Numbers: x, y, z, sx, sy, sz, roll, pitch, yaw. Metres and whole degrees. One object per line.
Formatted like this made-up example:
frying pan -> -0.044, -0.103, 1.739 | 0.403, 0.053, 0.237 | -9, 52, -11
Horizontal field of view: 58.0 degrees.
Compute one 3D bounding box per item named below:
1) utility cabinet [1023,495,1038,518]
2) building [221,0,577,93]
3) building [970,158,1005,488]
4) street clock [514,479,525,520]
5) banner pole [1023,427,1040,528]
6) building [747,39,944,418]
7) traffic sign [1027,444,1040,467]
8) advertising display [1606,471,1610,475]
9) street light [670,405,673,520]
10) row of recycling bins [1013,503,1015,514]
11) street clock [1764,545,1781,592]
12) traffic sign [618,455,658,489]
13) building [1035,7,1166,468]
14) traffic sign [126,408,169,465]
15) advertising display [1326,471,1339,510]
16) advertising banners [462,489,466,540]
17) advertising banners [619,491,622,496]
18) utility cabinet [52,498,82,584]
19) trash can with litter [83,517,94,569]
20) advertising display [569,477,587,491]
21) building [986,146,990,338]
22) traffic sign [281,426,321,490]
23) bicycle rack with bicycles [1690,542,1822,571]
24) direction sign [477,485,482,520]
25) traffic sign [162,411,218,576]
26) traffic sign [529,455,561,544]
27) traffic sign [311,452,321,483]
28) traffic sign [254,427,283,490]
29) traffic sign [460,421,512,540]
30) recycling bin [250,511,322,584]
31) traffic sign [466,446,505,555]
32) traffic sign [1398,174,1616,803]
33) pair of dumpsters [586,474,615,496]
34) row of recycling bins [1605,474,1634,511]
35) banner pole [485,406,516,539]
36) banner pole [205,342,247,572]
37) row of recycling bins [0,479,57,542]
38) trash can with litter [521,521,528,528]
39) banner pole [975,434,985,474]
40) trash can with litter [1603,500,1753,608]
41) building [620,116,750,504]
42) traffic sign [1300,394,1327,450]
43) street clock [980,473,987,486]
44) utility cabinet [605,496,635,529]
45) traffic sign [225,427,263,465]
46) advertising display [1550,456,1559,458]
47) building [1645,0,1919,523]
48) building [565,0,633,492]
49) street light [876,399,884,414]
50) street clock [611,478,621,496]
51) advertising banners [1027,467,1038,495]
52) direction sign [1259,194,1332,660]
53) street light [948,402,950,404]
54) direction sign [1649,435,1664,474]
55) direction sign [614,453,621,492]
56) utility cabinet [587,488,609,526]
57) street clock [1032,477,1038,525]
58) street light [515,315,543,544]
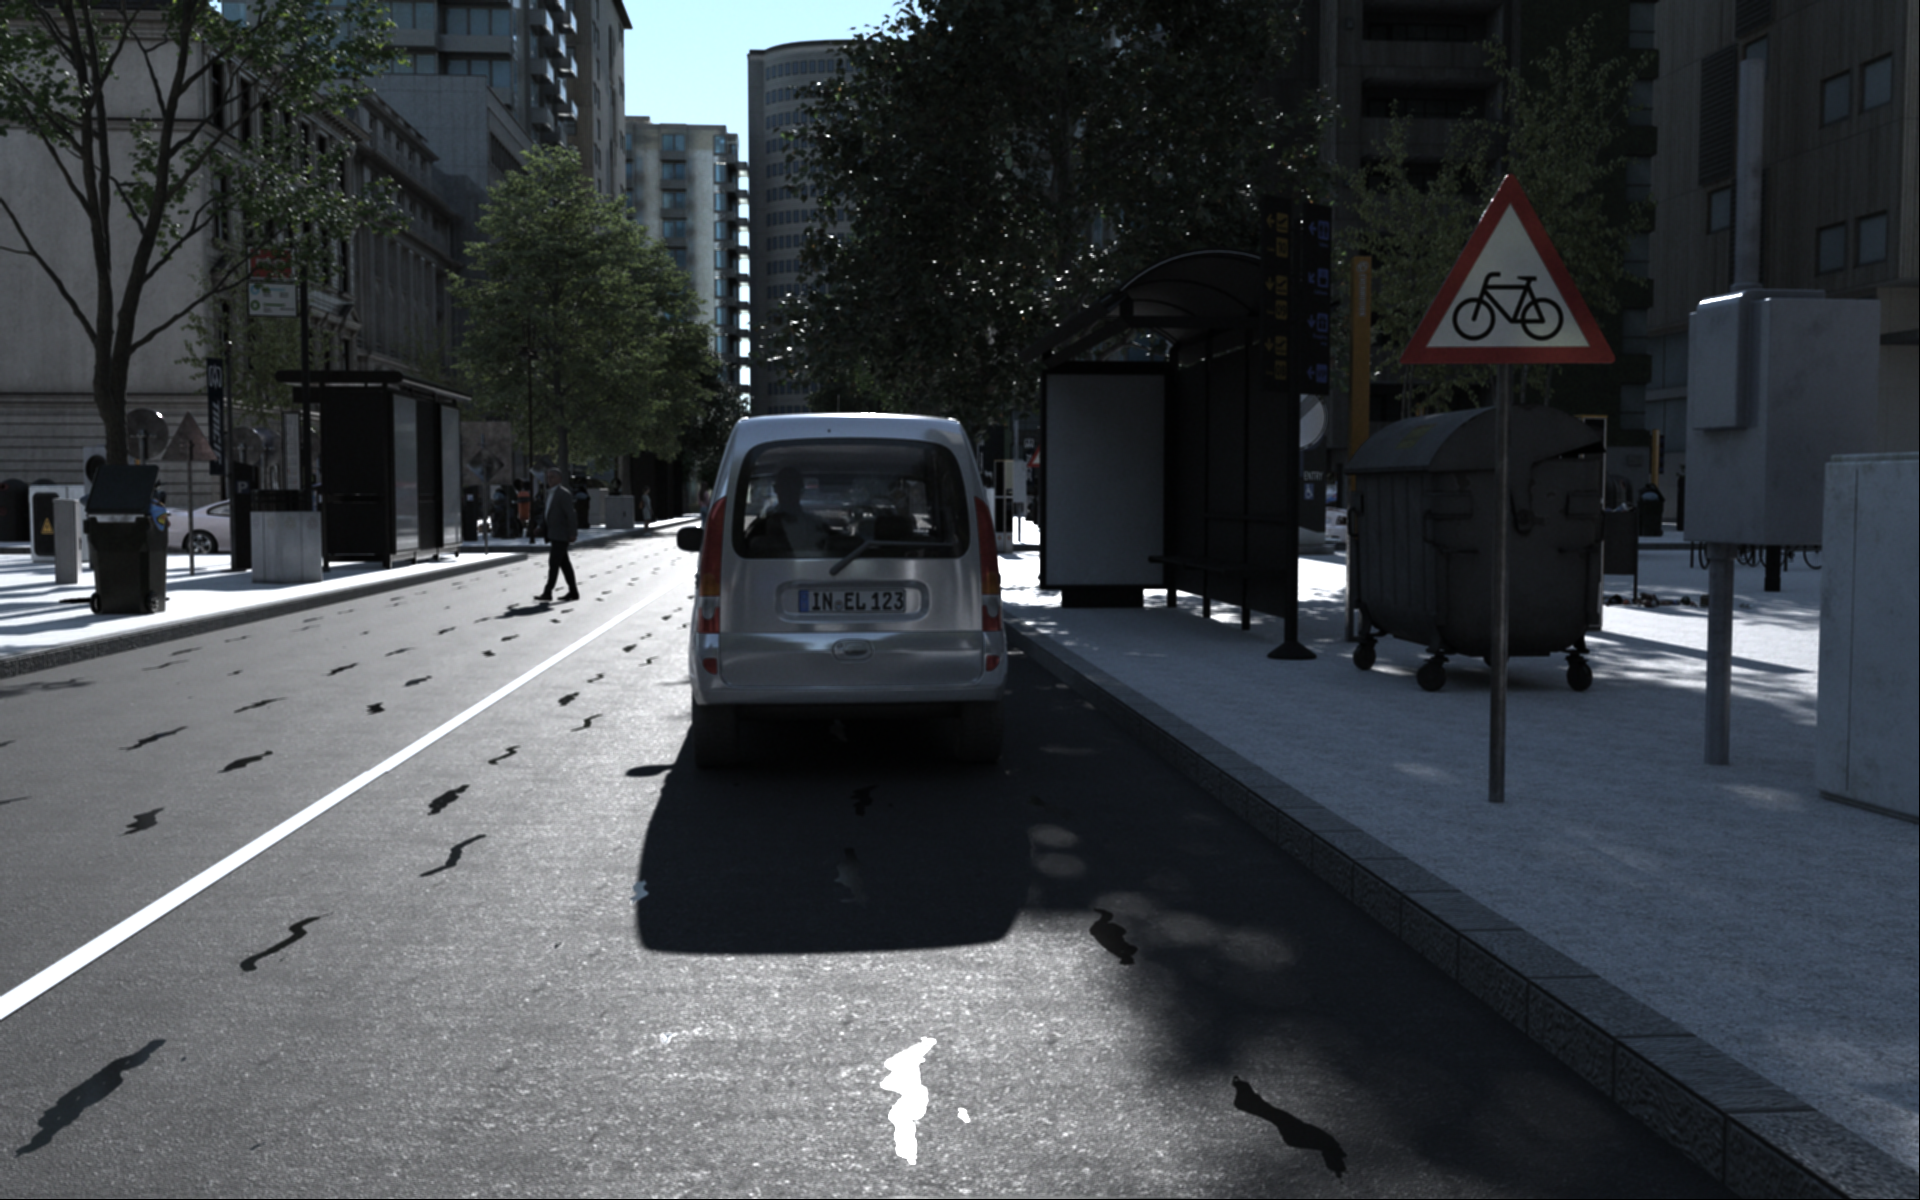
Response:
utility cabinet -> 3.849, -5.085, 94.302 | 0.306, 1.237, 1.020 | 3, 4, 38
building -> -41.377, -31.326, 131.792 | 23.786, 49.044, 30.456 | 0, 4, -5
building -> 12.228, -51.536, 155.285 | 22.319, 86.520, 31.000 | 0, 4, -5
street clock -> -20.845, -4.732, 81.940 | 0.471, 2.002, 0.358 | 0, 4, 7
banner pole -> 2.739, -4.586, 64.996 | 0.863, 3.779, 0.401 | 2, 4, 24
building -> -12.924, -41.673, 223.347 | 28.212, 58.520, 21.231 | 0, 4, -5
traffic sign -> 1.762, -2.093, 34.218 | 0.884, 2.594, 0.081 | 0, 4, 5
advertising display -> 18.163, -2.709, 49.499 | 0.123, 1.923, 0.974 | -1, 4, -22
street light -> -14.547, -6.991, 87.090 | 0.468, 5.910, 1.993 | 0, 4, -5
row of recycling bins -> 2.319, -6.330, 110.604 | 1.069, 1.692, 3.534 | -2, 4, -34
street clock -> 10.730, -1.116, 22.815 | 0.358, 2.002, 0.471 | 2, 4, 26
traffic sign -> -16.595, -5.870, 89.844 | 2.265, 3.308, 0.079 | 0, 4, -4
building -> 17.257, -29.738, 105.823 | 23.786, 49.044, 30.456 | 0, 4, -5
traffic sign -> -12.142, -1.569, 25.760 | 0.768, 2.556, 0.104 | 0, 4, 3
advertising display -> 10.091, -2.641, 48.387 | 0.974, 1.923, 0.123 | 2, 4, 24
advertising banners -> -13.715, -3.118, 47.168 | 0.090, 3.025, 2.074 | 0, 4, -5
advertising banners -> -18.116, -5.924, 93.051 | 0.090, 3.025, 2.074 | -2, 4, -29
utility cabinet -> -12.952, -0.856, 25.164 | 0.306, 1.237, 1.020 | -1, 4, -23
trash can with litter -> -14.383, -1.112, 29.571 | 1.055, 1.170, 0.624 | 1, 4, 9
advertising display -> -14.463, -3.648, 64.866 | 0.974, 1.923, 0.123 | -2, 4, -32
building -> 5.581, -30.281, 178.696 | 14.154, 41.232, 14.086 | 0, 4, -5
traffic sign -> -12.335, -1.977, 32.429 | 0.768, 2.556, 0.104 | 0, 4, 4
bicycle rack with bicycles -> 13.775, -1.012, 29.936 | 2.925, 0.926, 2.852 | -2, 4, -30
direction sign -> -23.509, -5.651, 84.396 | 0.379, 3.537, 0.876 | 3, 4, 39
traffic sign -> -12.102, -1.665, 27.224 | 0.884, 2.594, 0.081 | 0, 3, 0
traffic sign -> -10.558, -2.474, 44.099 | 0.795, 2.450, 0.064 | 0, 4, -5
traffic sign -> -13.483, -2.098, 36.424 | 0.606, 2.300, 0.079 | 0, 4, 5
traffic sign -> -13.293, -2.018, 33.098 | 0.768, 2.556, 0.104 | 0, 4, -2
traffic sign -> -13.694, -3.346, 48.587 | 2.265, 3.308, 0.079 | 0, 4, 3
recycling bin -> -9.780, -0.770, 25.150 | 0.722, 1.027, 0.722 | 2, 4, 35
traffic sign -> -9.897, -1.988, 36.141 | 0.795, 2.450, 0.064 | 0, 4, -5
traffic sign -> 2.235, -0.437, 7.143 | 0.884, 2.594, 0.081 | 0, 4, 0
pair of dumpsters -> -17.049, -4.805, 81.059 | 1.574, 2.255, 4.437 | 0, 4, -5
row of recycling bins -> 13.084, -1.726, 35.338 | 1.069, 1.692, 3.534 | 2, 4, 27
banner pole -> -13.101, -3.625, 49.283 | 0.863, 3.779, 0.401 | 0, 4, 8
banner pole -> -12.051, -2.342, 28.312 | 0.401, 3.779, 0.863 | 0, 4, 8
row of recycling bins -> -26.107, -2.435, 46.926 | 3.534, 1.692, 1.069 | 0, 4, 3
trash can with litter -> -16.600, -3.273, 64.906 | 1.055, 1.170, 0.624 | 1, 4, 13
banner pole -> 0.692, -4.361, 61.327 | 0.401, 3.779, 0.863 | 2, 4, 28
trash can with litter -> 7.899, -0.543, 19.944 | 2.233, 1.210, 1.678 | 3, 4, 38
building -> -42.283, -36.837, 221.898 | 30.456, 49.044, 23.786 | 0, 4, -5
traffic sign -> 3.887, -1.232, 20.251 | 0.768, 2.556, 0.104 | 0, 4, 2
street clock -> 0.693, -3.385, 59.921 | 0.358, 2.002, 0.471 | -3, 5, -41
utility cabinet -> -12.440, -3.191, 63.328 | 1.020, 1.237, 0.306 | 0, 4, -3
traffic sign -> -13.550, -1.996, 32.735 | 0.768, 2.556, 0.104 | 0, 4, 4
advertising display -> 7.772, -1.128, 23.660 | 0.974, 1.923, 0.123 | -1, 4, -12
building -> 43.944, -29.565, 72.623 | 27.495, 52.752, 28.713 | 0, 4, -5
building -> -46.631, -35.316, 166.657 | 27.495, 52.752, 28.713 | 0, 4, -5
street light -> -3.612, -6.401, 77.440 | 0.468, 5.910, 1.993 | 0, 4, -5
street clock -> -15.858, -4.609, 79.931 | 0.471, 2.002, 0.358 | -1, 4, -11
advertising banners -> 4.238, -6.552, 103.317 | 2.074, 3.025, 0.090 | -3, 4, -37
direction sign -> 2.600, -1.313, 13.464 | 0.876, 3.537, 0.379 | -3, 5, -43
street light -> -0.212, -3.879, 36.212 | 0.468, 5.910, 1.993 | 0, 4, -5
direction sign -> 26.645, -4.563, 66.602 | 0.876, 3.537, 0.379 | -1, 4, -12
direction sign -> -18.778, -6.305, 95.079 | 0.379, 3.537, 0.876 | -2, 4, -33
utility cabinet -> -15.124, -3.848, 71.592 | 1.173, 1.500, 0.318 | -2, 4, -29
street clock -> 3.170, -4.151, 72.443 | 0.358, 2.002, 0.471 | -1, 4, -12
street light -> -11.097, -4.402, 44.760 | 0.468, 5.910, 1.993 | 0, 4, -5
